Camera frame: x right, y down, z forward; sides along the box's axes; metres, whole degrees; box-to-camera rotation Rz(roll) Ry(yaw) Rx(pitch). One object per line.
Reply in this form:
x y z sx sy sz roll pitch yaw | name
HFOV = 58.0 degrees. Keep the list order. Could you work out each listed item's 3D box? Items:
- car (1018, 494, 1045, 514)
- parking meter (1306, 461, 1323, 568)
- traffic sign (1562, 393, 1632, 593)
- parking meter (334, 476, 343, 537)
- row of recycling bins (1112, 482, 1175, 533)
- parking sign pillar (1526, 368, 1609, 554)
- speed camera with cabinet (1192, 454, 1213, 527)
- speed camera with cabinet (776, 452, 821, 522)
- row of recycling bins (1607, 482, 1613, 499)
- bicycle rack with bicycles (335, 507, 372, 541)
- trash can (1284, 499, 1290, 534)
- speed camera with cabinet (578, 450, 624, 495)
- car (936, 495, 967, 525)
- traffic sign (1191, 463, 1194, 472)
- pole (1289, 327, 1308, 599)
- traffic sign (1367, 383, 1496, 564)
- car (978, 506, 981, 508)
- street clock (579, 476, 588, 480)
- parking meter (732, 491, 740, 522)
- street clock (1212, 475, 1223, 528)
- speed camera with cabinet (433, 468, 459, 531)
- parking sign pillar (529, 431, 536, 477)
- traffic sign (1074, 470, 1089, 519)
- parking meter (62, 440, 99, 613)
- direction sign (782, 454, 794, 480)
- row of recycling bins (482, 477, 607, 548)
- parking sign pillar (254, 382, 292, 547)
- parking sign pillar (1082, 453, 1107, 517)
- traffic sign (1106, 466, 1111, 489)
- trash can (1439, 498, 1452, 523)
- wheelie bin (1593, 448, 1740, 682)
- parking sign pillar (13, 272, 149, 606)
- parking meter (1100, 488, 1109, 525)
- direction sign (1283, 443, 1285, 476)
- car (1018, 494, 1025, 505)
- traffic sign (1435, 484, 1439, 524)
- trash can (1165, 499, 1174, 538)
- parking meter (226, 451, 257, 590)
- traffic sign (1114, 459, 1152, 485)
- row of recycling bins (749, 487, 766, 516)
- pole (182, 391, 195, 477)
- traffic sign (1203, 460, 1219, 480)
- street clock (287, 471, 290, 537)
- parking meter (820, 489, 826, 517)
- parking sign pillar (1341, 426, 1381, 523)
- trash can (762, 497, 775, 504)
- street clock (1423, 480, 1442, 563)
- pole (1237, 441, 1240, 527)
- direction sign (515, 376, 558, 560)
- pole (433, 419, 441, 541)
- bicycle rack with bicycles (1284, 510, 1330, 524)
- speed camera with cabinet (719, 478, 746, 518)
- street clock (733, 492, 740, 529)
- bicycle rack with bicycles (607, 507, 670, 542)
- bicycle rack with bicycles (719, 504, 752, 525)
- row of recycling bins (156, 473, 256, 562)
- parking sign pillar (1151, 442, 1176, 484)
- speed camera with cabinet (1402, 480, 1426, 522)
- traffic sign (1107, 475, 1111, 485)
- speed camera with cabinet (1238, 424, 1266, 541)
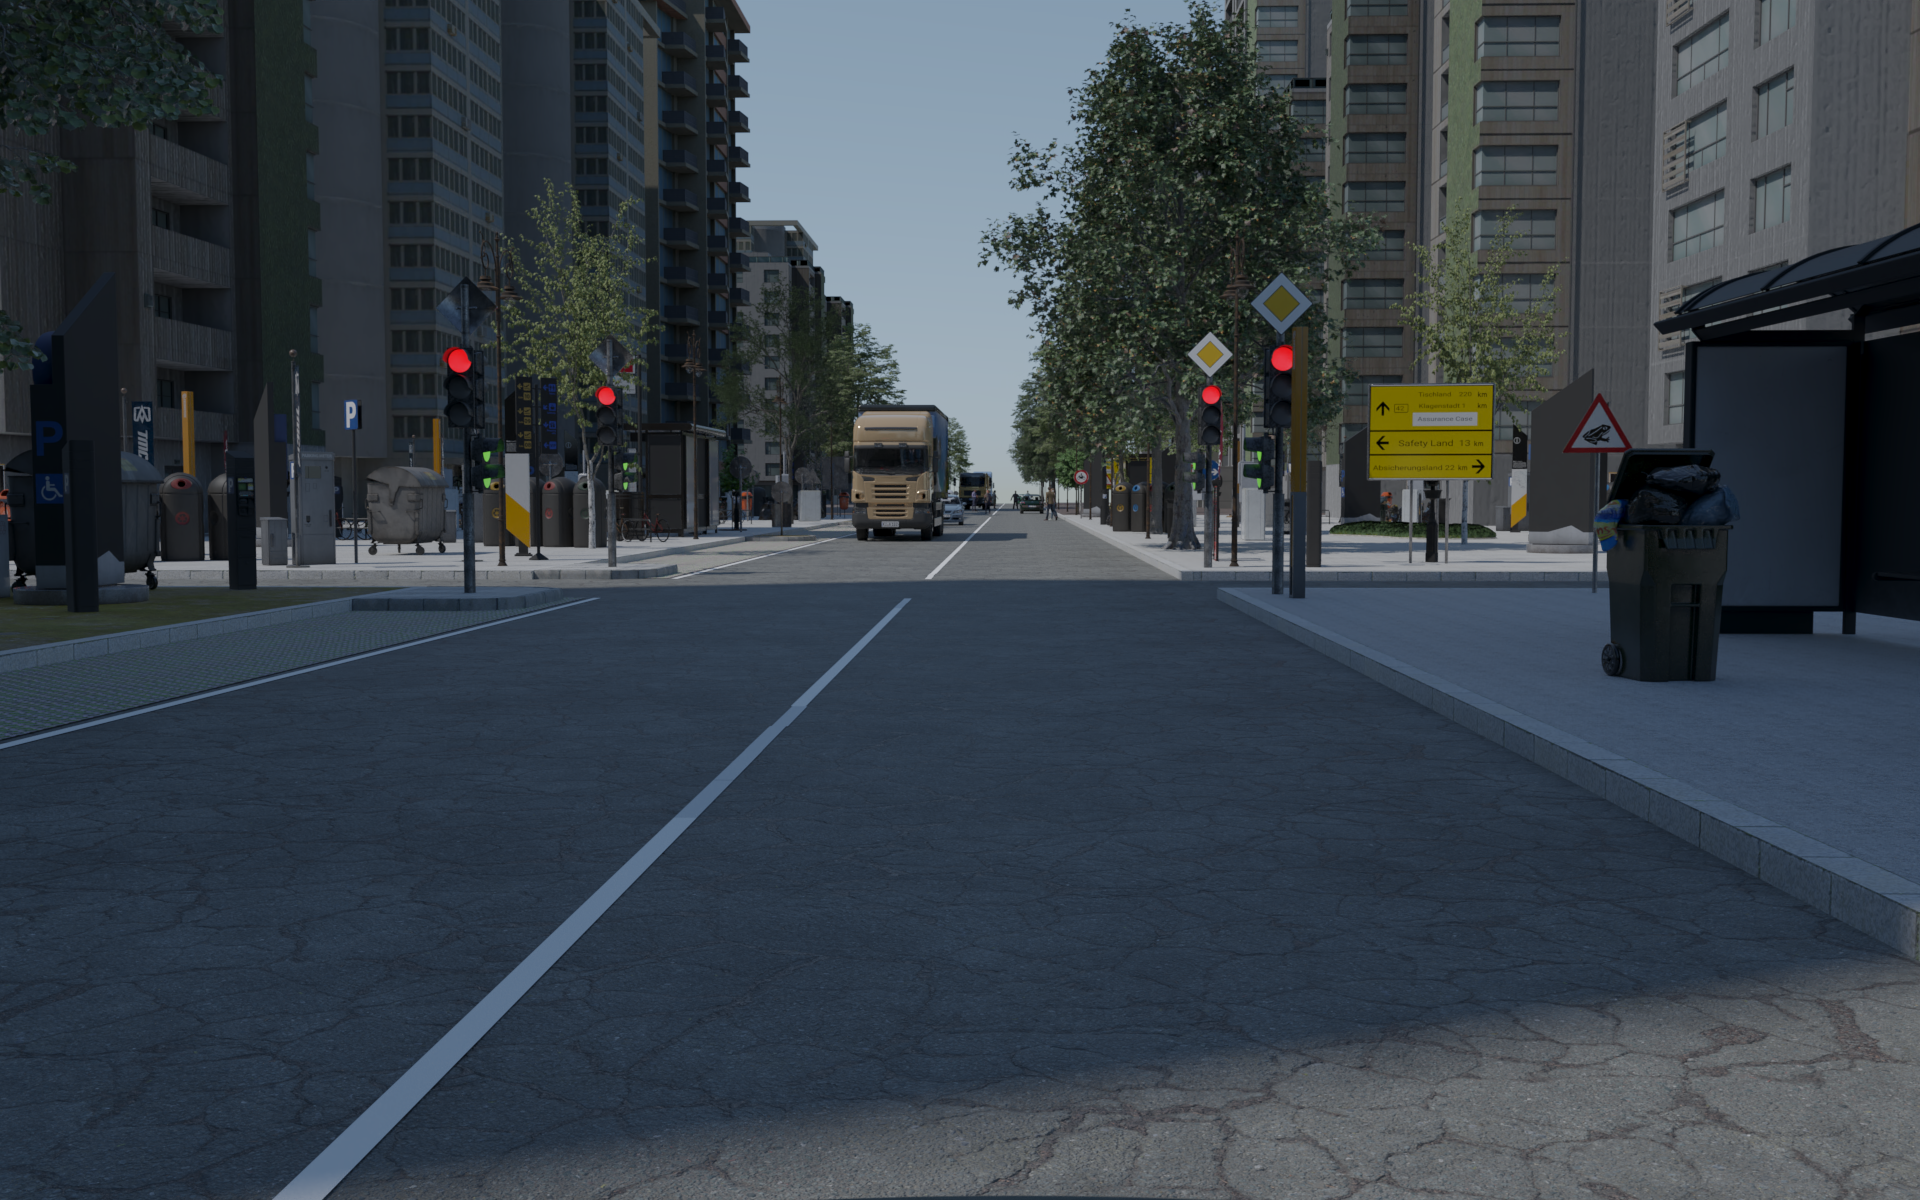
5.243 -7.147 126.646 2.009 1.686 4.222 0 4 1 | car
6.216 -1.509 30.386 0.255 1.863 0.399 1 4 13 | parking meter
8.233 -1.370 22.397 0.884 2.594 0.081 0 4 8 | traffic sign
-18.456 -2.782 51.202 0.399 1.863 0.255 -2 4 -32 | parking meter
6.405 -3.119 58.115 1.069 1.692 3.534 -2 4 -34 | row of recycling bins
13.136 -3.013 37.734 1.447 3.967 1.447 3 4 36 | parking sign pillar
9.004 -4.462 67.293 0.660 3.252 2.038 -2 4 -28 | speed camera with cabinet
-7.570 -5.304 81.054 2.038 3.252 0.660 -1 4 -17 | speed camera with cabinet
20.905 -2.919 54.835 1.069 1.692 3.534 0 3 0 | row of recycling bins
-16.500 -2.149 48.523 2.925 0.926 2.852 1 4 22 | bicycle rack with bicycles
10.336 -2.663 55.191 0.748 1.137 0.748 0 3 0 | trash can
-16.244 -5.130 78.216 2.038 3.252 0.660 1 4 13 | speed camera with cabinet
-0.690 -4.194 80.575 2.014 1.417 4.499 0 4 0 | car
8.112 -3.765 61.660 0.768 2.556 0.104 0 4 5 | traffic sign
4.155 -1.676 21.249 0.158 3.312 0.155 0 3 0 | pole
8.652 -2.325 31.892 2.265 3.308 0.079 1 4 9 | traffic sign
1.325 -10.454 181.142 2.015 1.641 3.980 0 4 3 | car
-14.928 -3.946 69.079 0.358 2.002 0.471 3 5 41 | street clock
-10.173 -4.309 78.869 0.372 1.533 0.369 0 3 0 | parking meter
9.761 -3.744 65.782 0.358 2.002 0.471 2 4 34 | street clock
-17.887 -4.035 60.310 0.660 3.252 2.038 -2 4 -24 | speed camera with cabinet
-13.319 -3.920 52.559 1.447 3.967 1.447 -2 4 -35 | parking sign pillar
6.332 -5.523 90.409 0.768 2.556 0.104 1 4 10 | traffic sign
-9.597 -0.806 18.897 0.255 1.863 0.399 -3 5 -39 | parking meter
-9.801 -6.512 98.473 0.876 3.537 0.379 2 4 25 | direction sign
-10.101 -2.141 42.125 3.534 1.692 1.069 2 4 24 | row of recycling bins
-16.867 -3.296 42.365 1.447 3.967 1.447 -3 4 -36 | parking sign pillar
7.452 -6.545 95.486 1.447 3.967 1.447 3 5 41 | parking sign pillar
9.069 -6.799 105.036 2.265 3.308 0.079 0 4 2 | traffic sign
16.298 -2.884 58.815 0.748 1.137 0.748 0 3 0 | trash can
4.931 -0.251 12.016 0.980 1.594 0.693 0 4 -6 | wheelie bin
-10.452 -1.959 20.503 1.447 3.967 1.447 0 4 0 | parking sign pillar
6.038 -3.904 72.249 0.372 1.533 0.369 0 3 0 | parking meter
14.234 -5.170 76.533 0.379 3.537 0.876 1 4 22 | direction sign
7.595 -11.970 207.506 2.131 1.459 4.920 0 4 1 | car
9.236 -2.045 33.542 0.768 2.556 0.104 0 4 5 | traffic sign
6.024 -2.208 47.749 0.748 1.137 0.748 0 3 0 | trash can
-9.665 -1.076 23.297 0.255 1.863 0.399 -3 5 -44 | parking meter
9.795 -6.383 98.241 2.265 3.308 0.079 0 4 3 | traffic sign
-11.820 -5.753 101.172 1.069 1.692 3.534 0 4 -6 | row of recycling bins
-15.352 -2.487 34.509 0.158 3.312 0.155 0 3 0 | pole
9.358 -3.960 64.847 0.768 2.556 0.104 1 4 9 | traffic sign
-20.224 -2.892 51.847 0.471 2.002 0.358 -2 4 -24 | street clock
-7.647 -5.567 96.730 0.255 1.863 0.399 -2 4 -31 | parking meter
14.024 -4.409 60.562 1.447 3.967 1.447 0 4 -6 | parking sign pillar
-9.926 -4.787 89.920 0.748 1.137 0.748 0 3 0 | trash can
8.872 -1.710 32.521 0.471 2.002 0.358 2 4 35 | street clock
10.715 -4.473 66.979 0.158 3.312 0.155 0 3 0 | pole
-8.203 -2.546 33.618 0.876 3.537 0.379 -3 5 -42 | direction sign
-14.189 -3.254 47.054 0.158 3.312 0.155 0 3 0 | pole
14.417 -3.677 73.504 2.852 0.926 2.925 -1 4 -17 | bicycle rack with bicycles
-12.478 -5.983 92.163 2.038 3.252 0.660 -1 4 -19 | speed camera with cabinet
-8.058 -3.538 62.411 0.358 2.002 0.471 -1 4 -8 | street clock
-9.443 -2.013 46.290 2.852 0.926 2.925 -3 4 -38 | bicycle rack with bicycles
-10.318 -3.678 73.515 2.852 0.926 2.925 3 5 43 | bicycle rack with bicycles
-15.313 -1.580 32.948 3.534 1.692 1.069 -2 4 -34 | row of recycling bins
10.149 -5.944 85.661 1.447 3.967 1.447 -1 4 -12 | parking sign pillar
16.706 -4.238 63.631 0.660 3.252 2.038 1 4 23 | speed camera with cabinet
8.604 -6.267 102.474 0.884 2.594 0.081 0 4 4 | traffic sign
8.179 -3.311 48.474 0.660 3.252 2.038 0 4 4 | speed camera with cabinet
